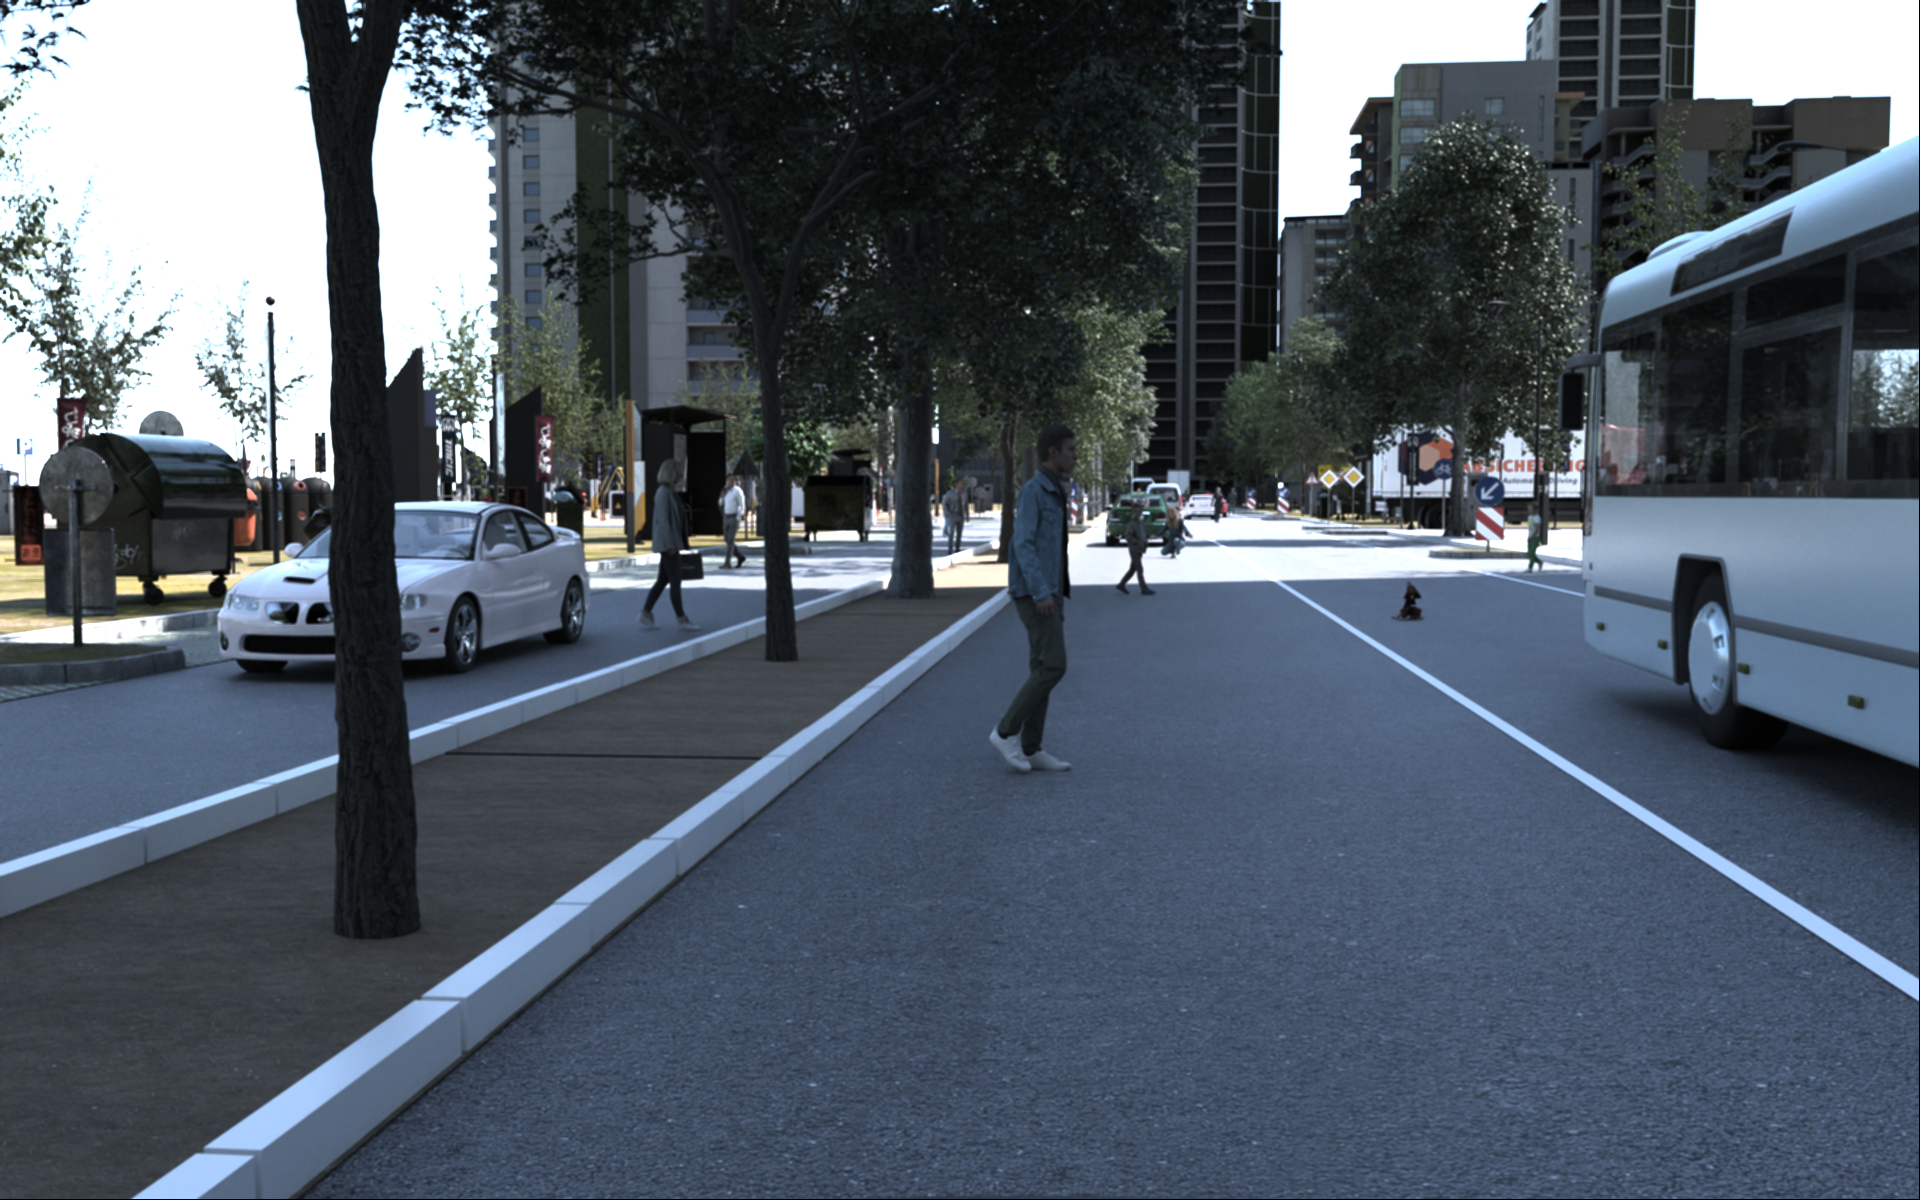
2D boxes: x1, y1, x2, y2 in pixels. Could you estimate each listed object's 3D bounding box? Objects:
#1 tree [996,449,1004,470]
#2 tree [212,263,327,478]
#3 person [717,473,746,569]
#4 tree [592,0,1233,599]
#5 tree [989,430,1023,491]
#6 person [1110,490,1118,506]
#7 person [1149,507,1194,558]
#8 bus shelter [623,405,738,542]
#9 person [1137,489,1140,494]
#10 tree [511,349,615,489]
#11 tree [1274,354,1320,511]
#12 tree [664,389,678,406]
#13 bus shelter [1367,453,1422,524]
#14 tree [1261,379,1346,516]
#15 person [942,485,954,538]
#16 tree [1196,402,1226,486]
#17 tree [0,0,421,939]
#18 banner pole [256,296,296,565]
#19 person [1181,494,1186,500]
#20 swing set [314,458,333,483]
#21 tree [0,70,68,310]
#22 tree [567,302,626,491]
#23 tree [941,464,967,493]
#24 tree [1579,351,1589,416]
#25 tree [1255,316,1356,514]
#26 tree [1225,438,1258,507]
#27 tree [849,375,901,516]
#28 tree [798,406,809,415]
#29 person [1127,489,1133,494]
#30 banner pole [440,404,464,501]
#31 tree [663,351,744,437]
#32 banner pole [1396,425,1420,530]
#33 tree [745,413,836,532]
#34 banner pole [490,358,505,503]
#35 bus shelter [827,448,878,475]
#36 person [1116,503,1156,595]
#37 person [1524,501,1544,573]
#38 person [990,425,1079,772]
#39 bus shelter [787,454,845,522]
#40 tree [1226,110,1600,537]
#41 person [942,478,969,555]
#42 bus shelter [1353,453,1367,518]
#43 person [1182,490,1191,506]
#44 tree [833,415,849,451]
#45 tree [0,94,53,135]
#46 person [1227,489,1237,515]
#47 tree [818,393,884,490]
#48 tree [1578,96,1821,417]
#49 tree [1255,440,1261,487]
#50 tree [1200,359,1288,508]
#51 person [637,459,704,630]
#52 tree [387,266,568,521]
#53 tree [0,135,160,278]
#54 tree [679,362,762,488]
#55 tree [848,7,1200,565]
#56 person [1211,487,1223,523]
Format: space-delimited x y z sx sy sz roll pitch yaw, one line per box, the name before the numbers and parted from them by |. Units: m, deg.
tree | 4.944 -13.035 163.489 4.737 8.622 4.395 0 3 0
tree | -22.669 -6.402 55.039 4.360 8.622 3.978 0 3 0
person | -4.407 -1.511 33.310 0.679 1.850 0.850 2 4 34
tree | -0.678 -6.998 23.530 9.857 13.997 8.962 0 3 0
tree | 4.142 -12.025 146.969 4.360 8.622 3.978 0 3 0
person | 14.780 -9.693 166.607 1.348 1.869 0.705 -2 4 -34
person | 4.834 -1.514 38.745 1.012 1.151 0.738 3 4 36
bus shelter | -7.798 -3.525 48.910 1.731 3.624 6.357 0 4 6
person | 10.436 -5.545 99.838 0.731 1.740 0.598 0 4 -6
tree | -19.854 -8.386 87.476 4.360 8.622 3.978 0 3 0
tree | 23.801 -12.519 130.438 9.928 11.665 9.643 0 3 0
tree | -16.355 -9.568 106.806 4.737 8.622 4.395 0 3 0
bus shelter | 20.011 -6.101 77.379 2.179 5.291 8.768 0 4 6
tree | 20.757 -9.228 101.233 4.360 8.622 3.978 0 3 0
person | -0.410 -2.912 56.952 0.643 1.720 0.563 -2 4 -33
tree | 30.757 -16.738 190.667 9.611 12.733 9.660 0 3 0
tree | -1.847 -4.209 5.693 8.767 10.594 7.601 0 4 6
banner pole | -8.806 -1.966 22.154 0.401 3.779 0.863 -2 4 -28
person | 19.052 -8.406 149.158 0.991 1.433 0.599 0 4 -5
swing set | -26.706 -4.803 76.152 3.119 2.851 2.862 -1 4 -17
tree | -14.175 -4.405 22.379 4.737 8.622 4.395 0 3 0
tree | -14.803 -6.789 61.357 4.737 8.622 4.395 0 3 0
tree | -0.535 -7.110 110.851 1.663 3.219 1.824 0 3 0
tree | 29.352 -7.752 77.106 4.360 8.622 3.978 0 3 0
tree | 22.578 -11.766 110.503 7.486 12.596 7.792 0 3 0
tree | 29.260 -13.863 177.023 4.737 8.622 4.395 0 3 0
tree | -4.223 -9.347 103.190 4.360 8.622 3.978 0 3 0
tree | -9.804 -10.247 117.908 4.737 8.622 4.395 0 3 0
person | 12.903 -7.452 130.439 0.767 1.812 0.694 -3 4 -38
banner pole | -13.971 -3.538 47.863 0.401 3.779 0.863 3 5 44
tree | -13.041 -8.484 89.084 4.360 8.622 3.978 0 3 0
banner pole | 16.148 -4.426 62.375 0.863 3.779 0.401 0 4 -6
tree | -5.791 -4.576 58.537 4.285 4.588 4.351 0 3 0
banner pole | -8.469 -2.556 31.812 0.401 3.779 0.863 -2 4 -30
bus shelter | -5.622 -6.122 91.374 1.731 3.624 6.357 0 4 6
person | 2.520 -0.730 24.703 0.640 1.303 0.475 2 4 25
person | 10.526 -1.160 31.718 0.590 1.304 0.306 -2 4 -35
person | 0.388 -0.004 8.914 0.444 1.785 0.601 1 4 22
bus shelter | -6.881 -5.357 81.515 2.014 3.302 5.546 0 4 6
tree | 15.003 -8.262 52.090 9.611 12.733 9.660 0 3 0
person | -0.082 -1.992 41.173 0.635 1.810 0.391 -2 4 -31
bus shelter | 22.084 -6.969 91.569 2.179 5.291 8.768 0 4 6
person | 21.227 -9.433 162.732 1.348 1.823 0.705 1 4 11
tree | -7.019 -10.871 128.103 4.360 8.622 3.978 0 3 0
tree | -16.831 -4.754 28.097 4.360 8.622 3.978 0 3 0
person | 18.190 -6.556 115.863 0.661 1.801 0.590 0 4 0
tree | -6.528 -9.764 110.004 4.737 8.622 4.395 0 3 0
tree | 13.993 -5.038 32.732 4.737 8.622 4.395 0 3 0
tree | 25.389 -11.504 138.455 4.360 8.622 3.978 0 3 0
tree | 26.994 -15.115 157.504 12.009 13.543 11.850 0 3 0
person | -3.074 -0.593 18.372 0.728 1.800 0.709 0 4 8
tree | -15.916 -6.413 55.210 4.737 8.622 4.395 0 3 0
tree | -19.394 -5.364 38.058 4.360 8.622 3.978 0 3 0
tree | -12.465 -8.877 95.501 4.737 8.622 4.395 0 3 0
tree | 1.059 -6.535 35.057 9.928 11.665 9.643 0 3 0
person | 12.807 -4.739 86.399 0.534 1.772 0.576 3 5 42
